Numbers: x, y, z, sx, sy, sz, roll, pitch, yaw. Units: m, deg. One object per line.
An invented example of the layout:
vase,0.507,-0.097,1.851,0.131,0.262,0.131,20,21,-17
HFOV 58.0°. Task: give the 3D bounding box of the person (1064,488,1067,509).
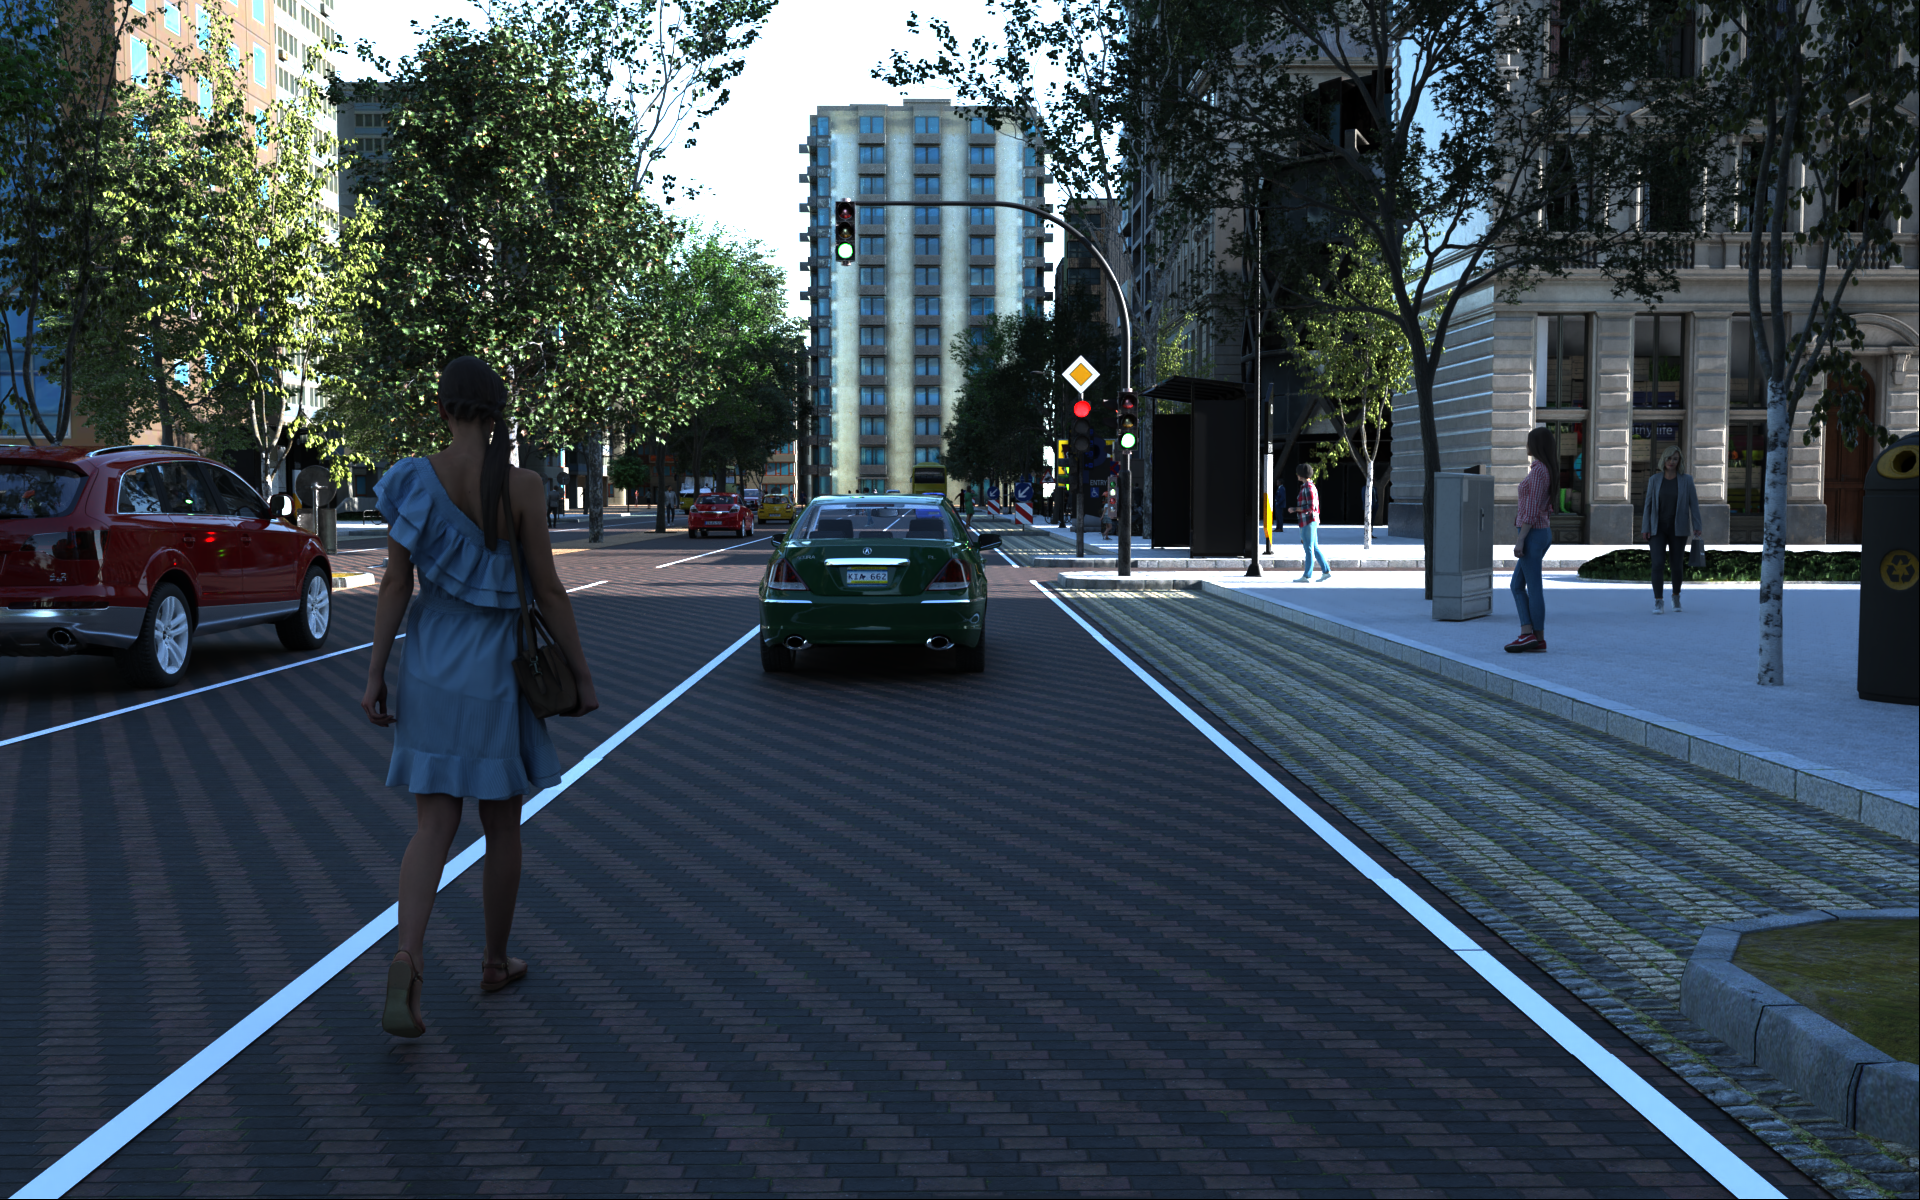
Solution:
person,7.515,-7.069,122.335,0.721,1.735,1.217,0,4,8

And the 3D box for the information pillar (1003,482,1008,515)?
information pillar,2.834,-6.362,108.504,0.304,2.012,0.304,0,4,-7

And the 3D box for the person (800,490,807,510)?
person,-13.404,-8.561,148.929,0.683,1.767,0.568,-2,4,-31

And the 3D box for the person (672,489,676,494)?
person,-29.777,-10.590,179.326,0.705,1.807,1.348,3,5,43

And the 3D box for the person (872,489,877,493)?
person,-5.587,-6.367,113.271,0.551,1.740,0.621,-1,4,-19

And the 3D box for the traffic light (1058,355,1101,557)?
traffic light,2.419,-2.823,35.073,0.839,4.253,0.868,0,4,-1

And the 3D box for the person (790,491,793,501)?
person,-16.486,-9.862,170.539,0.721,1.735,1.217,0,4,-4

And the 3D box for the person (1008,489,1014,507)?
person,5.027,-9.734,165.980,1.217,1.735,0.721,0,4,4

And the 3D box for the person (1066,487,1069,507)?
person,7.728,-7.417,127.760,0.683,1.767,0.568,1,4,11

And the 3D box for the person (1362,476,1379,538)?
person,11.878,-2.689,50.190,0.721,1.800,0.419,-3,5,-42

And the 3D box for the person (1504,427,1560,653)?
person,4.648,-0.489,14.042,0.388,1.821,0.555,1,4,23

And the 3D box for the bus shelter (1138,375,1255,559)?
bus shelter,5.029,-2.821,37.405,1.731,3.624,6.357,0,4,-1

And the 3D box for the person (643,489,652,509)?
person,-26.707,-8.649,148.242,0.721,1.735,1.217,2,4,26

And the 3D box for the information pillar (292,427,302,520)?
information pillar,-22.673,-4.152,59.232,0.183,3.616,0.504,0,4,5

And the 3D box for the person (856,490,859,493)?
person,-7.029,-6.603,117.174,0.721,1.736,1.217,-2,4,-29

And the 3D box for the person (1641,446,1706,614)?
person,7.732,-0.761,18.666,0.709,1.800,0.728,2,4,28

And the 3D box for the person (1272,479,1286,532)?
person,10.819,-3.203,58.596,0.419,1.800,0.721,0,4,-2

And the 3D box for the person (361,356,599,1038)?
person,-1.326,0.233,4.780,0.616,1.811,0.778,0,4,4

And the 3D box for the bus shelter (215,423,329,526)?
bus shelter,-23.860,-4.223,60.324,1.731,3.624,6.357,0,4,-1

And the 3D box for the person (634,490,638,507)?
person,-31.028,-9.706,166.213,0.593,1.643,0.415,2,4,29

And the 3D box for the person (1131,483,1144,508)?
person,9.808,-5.527,95.778,0.648,1.900,0.474,-3,4,-37

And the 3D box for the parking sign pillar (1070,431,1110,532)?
parking sign pillar,4.465,-4.307,58.899,1.447,3.967,1.447,-2,4,-30

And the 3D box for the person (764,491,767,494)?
person,-15.019,-7.505,132.682,0.593,1.643,0.415,-3,4,-37

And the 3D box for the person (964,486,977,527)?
person,0.379,-4.045,74.881,0.600,1.795,0.529,3,5,40

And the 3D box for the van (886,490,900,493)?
van,-6.394,-9.725,166.014,2.013,2.044,4.112,0,4,-2

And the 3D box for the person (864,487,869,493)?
person,-4.009,-4.078,76.018,0.643,1.720,0.563,-1,4,-22

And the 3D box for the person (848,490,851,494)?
person,-9.193,-8.189,143.110,1.217,1.735,0.721,3,5,43

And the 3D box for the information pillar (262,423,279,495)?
information pillar,-22.169,-3.933,55.657,0.183,3.616,0.504,3,5,43

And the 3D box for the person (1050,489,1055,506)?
person,8.568,-9.271,158.180,0.990,1.755,0.434,2,4,32

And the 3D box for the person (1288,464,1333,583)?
person,5.088,-1.116,25.120,0.643,1.720,0.563,1,4,13

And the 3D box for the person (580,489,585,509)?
person,-31.295,-8.437,144.698,1.217,1.735,0.721,2,4,26

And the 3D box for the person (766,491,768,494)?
person,-19.760,-10.216,176.212,0.721,1.739,1.217,0,4,-2

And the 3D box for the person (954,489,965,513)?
person,0.176,-7.606,132.818,1.348,1.831,0.705,1,4,21

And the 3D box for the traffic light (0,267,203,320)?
traffic light,-17.649,-3.675,34.756,4.771,5.953,1.251,0,4,-1

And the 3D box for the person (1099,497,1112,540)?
person,4.071,-2.285,48.425,0.382,1.210,0.505,0,4,0

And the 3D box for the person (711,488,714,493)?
person,-15.779,-6.184,109.883,0.850,1.792,0.678,-2,4,-33

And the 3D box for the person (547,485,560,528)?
person,-17.410,-3.995,73.999,0.592,1.802,0.473,-1,4,-20

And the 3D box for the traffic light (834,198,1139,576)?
traffic light,0.463,-3.195,26.912,4.771,5.953,1.251,0,4,-1

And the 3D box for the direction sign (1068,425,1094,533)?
direction sign,3.999,-3.993,57.281,0.876,3.537,0.379,-1,4,-13

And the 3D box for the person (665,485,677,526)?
person,-13.021,-4.242,77.699,0.661,1.843,0.795,-1,4,-13

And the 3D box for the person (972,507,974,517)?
person,0.682,-5.760,107.691,0.382,1.210,0.505,0,4,4
